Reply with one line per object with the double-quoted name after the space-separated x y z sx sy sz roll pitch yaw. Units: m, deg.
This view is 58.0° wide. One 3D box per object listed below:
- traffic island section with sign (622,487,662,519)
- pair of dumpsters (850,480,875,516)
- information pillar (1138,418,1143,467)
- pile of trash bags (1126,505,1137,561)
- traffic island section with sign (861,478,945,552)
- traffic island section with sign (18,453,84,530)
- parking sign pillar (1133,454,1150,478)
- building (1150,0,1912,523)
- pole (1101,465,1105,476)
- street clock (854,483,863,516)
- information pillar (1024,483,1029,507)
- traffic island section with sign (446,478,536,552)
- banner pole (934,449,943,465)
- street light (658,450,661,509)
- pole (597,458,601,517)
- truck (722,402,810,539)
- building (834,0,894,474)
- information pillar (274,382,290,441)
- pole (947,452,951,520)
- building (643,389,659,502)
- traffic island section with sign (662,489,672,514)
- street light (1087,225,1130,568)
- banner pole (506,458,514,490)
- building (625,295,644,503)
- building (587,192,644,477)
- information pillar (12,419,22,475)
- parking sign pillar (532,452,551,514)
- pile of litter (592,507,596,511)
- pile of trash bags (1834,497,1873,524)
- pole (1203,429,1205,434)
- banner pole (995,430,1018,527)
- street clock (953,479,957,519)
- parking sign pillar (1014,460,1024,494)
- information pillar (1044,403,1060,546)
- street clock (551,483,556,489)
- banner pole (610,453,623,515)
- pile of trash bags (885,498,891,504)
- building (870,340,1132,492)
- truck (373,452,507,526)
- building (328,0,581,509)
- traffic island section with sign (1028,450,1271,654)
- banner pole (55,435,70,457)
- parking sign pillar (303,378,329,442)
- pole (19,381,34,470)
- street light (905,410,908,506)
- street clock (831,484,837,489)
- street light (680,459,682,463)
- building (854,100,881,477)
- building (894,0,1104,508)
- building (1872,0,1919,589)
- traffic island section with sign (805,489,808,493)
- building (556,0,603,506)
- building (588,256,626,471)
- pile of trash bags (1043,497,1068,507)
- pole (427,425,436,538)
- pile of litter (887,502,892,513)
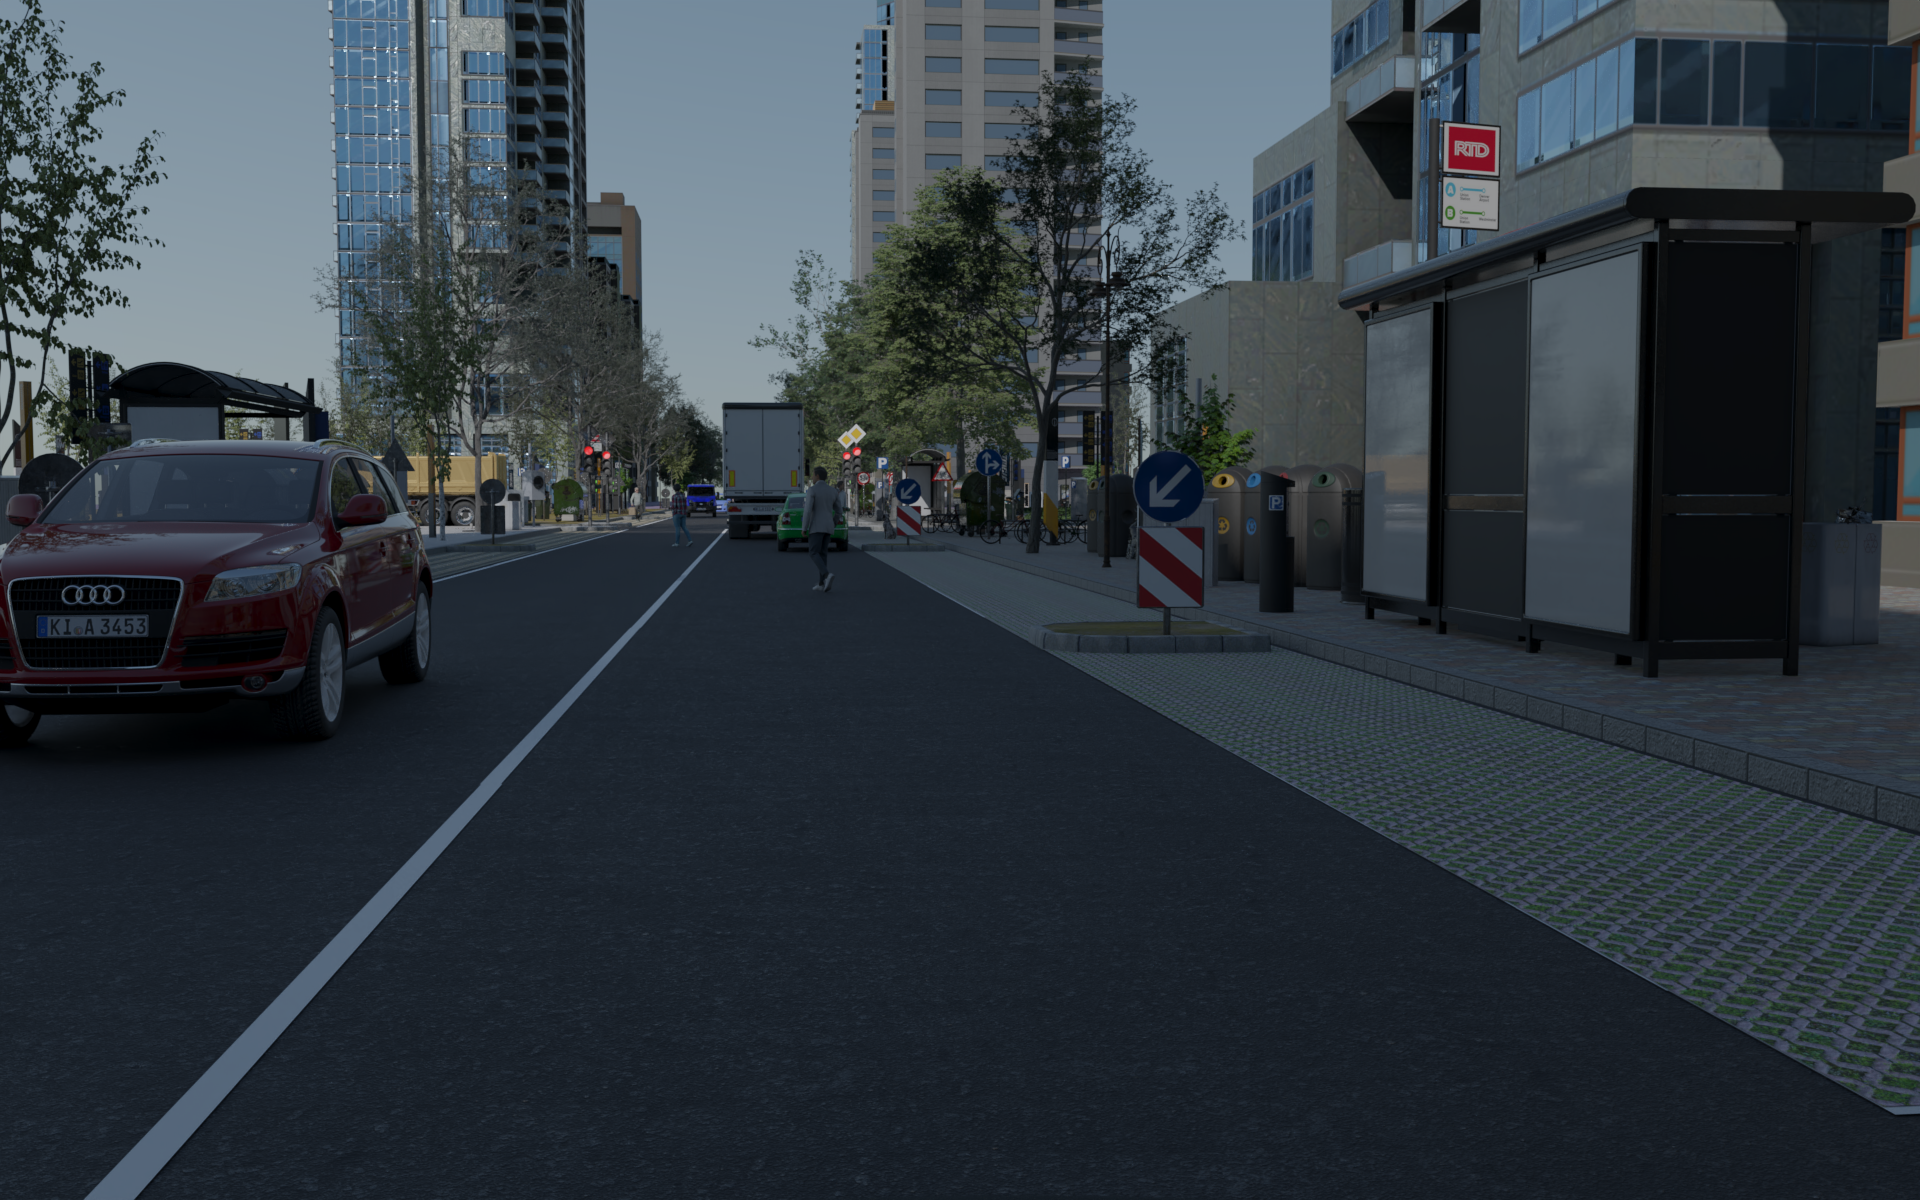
-18.084 -5.477 98.183 1.989 1.847 2.006 0 4 -7 "traffic island section with sign"
-5.783 -6.295 105.417 1.574 2.255 4.437 0 4 -7 "pair of dumpsters"
5.578 -3.811 53.661 0.183 3.616 0.504 1 4 14 "information pillar"
4.945 -1.470 33.784 3.447 1.369 1.912 1 4 8 "pile of trash bags"
-1.474 -2.147 43.735 1.989 1.847 2.006 0 4 -7 "traffic island section with sign"
-8.541 -0.451 16.000 1.989 1.847 2.006 0 4 -7 "traffic island section with sign"
13.167 -8.359 125.134 1.447 3.967 1.447 1 4 19 "parking sign pillar"
19.756 -44.869 46.286 22.319 86.520 31.000 0 4 -7 "building"
4.196 -3.457 50.367 0.158 3.312 0.155 0 3 0 "pole"
-5.845 -5.815 99.647 0.471 2.002 0.358 0 4 -2 "street clock"
4.507 -6.866 116.758 0.304 2.012 0.304 1 4 8 "information pillar"
-11.719 -2.129 43.431 1.989 1.847 2.006 0 4 -7 "traffic island section with sign"
-1.043 -6.576 97.527 0.401 3.779 0.863 -1 4 -13 "banner pole"
-26.518 -11.028 153.094 0.468 5.910 1.993 0 4 -7 "street light"
-20.418 -6.372 98.018 0.158 3.312 0.155 0 3 0 "pole"
-6.499 -4.257 58.520 2.839 4.237 11.283 0 4 -5 "truck"
-9.883 -60.128 295.769 22.319 86.520 31.000 0 4 -7 "building"
-14.272 -2.762 36.521 0.504 3.616 0.183 3 5 39 "information pillar"
-0.539 -5.522 84.131 0.158 3.312 0.155 0 3 0 "pole"
-63.977 -26.717 281.860 27.650 21.520 28.899 0 4 -7 "building"
-21.212 -7.131 125.216 1.989 1.847 2.006 0 4 -7 "traffic island section with sign"
2.567 -3.506 30.111 0.468 5.910 1.993 0 4 -7 "street light"
-31.408 -7.993 120.703 0.401 3.779 0.863 3 4 36 "banner pole"
-52.767 -29.043 246.556 14.160 30.474 14.107 0 4 -7 "building"
-55.100 -37.306 260.055 14.600 45.320 14.200 0 4 -7 "building"
-29.501 -3.857 54.409 0.183 3.616 0.504 1 4 22 "information pillar"
-26.761 -7.441 110.140 1.447 3.967 1.447 0 4 8 "parking sign pillar"
-28.021 -7.405 135.042 1.719 0.858 1.176 0 4 -7 "pile of litter"
16.093 -1.225 29.776 1.912 1.369 3.447 3 5 41 "pile of trash bags"
7.012 -3.398 49.401 0.158 3.312 0.155 0 3 0 "pole"
1.865 -4.728 67.316 0.863 3.779 0.401 -2 4 -27 "banner pole"
-0.142 -4.958 85.636 0.358 2.002 0.471 -3 4 -36 "street clock"
4.557 -8.928 134.450 1.447 3.967 1.447 -1 4 -19 "parking sign pillar"
2.271 -3.162 43.052 0.183 3.616 0.504 3 5 42 "information pillar"
-26.115 -6.557 111.784 0.358 2.002 0.471 3 5 42 "street clock"
-22.610 -7.575 113.862 0.863 3.779 0.401 -2 4 -26 "banner pole"
-6.352 -8.112 142.387 3.447 1.369 1.912 0 4 -4 "pile of trash bags"
3.953 -22.185 207.757 27.650 21.520 28.899 0 4 -7 "building"
-23.906 -4.626 71.562 9.791 3.379 3.469 0 4 -5 "truck"
-46.981 -51.966 162.314 22.319 86.520 31.000 0 4 -7 "building"
1.699 -0.476 16.417 1.989 1.847 2.006 0 4 -7 "traffic island section with sign"
-33.534 -4.577 64.859 0.401 3.779 0.863 1 4 15 "banner pole"
-15.226 -3.209 40.938 1.447 3.967 1.447 -2 4 -26 "parking sign pillar"
-16.868 -2.294 31.354 0.158 3.312 0.155 0 3 0 "pole"
-2.140 -5.899 69.228 0.468 5.910 1.993 0 4 -7 "street light"
-9.346 -7.577 128.458 0.471 2.002 0.358 3 5 44 "street clock"
-31.065 -13.456 192.788 0.468 5.910 1.993 0 4 -7 "street light"
-5.591 -44.325 266.713 21.231 58.520 28.212 0 4 -7 "building"
3.794 -38.894 177.917 21.231 58.520 28.212 0 4 -7 "building"
28.284 -10.158 11.124 27.650 21.520 28.899 0 4 -7 "building"
-11.105 -7.220 126.668 1.989 1.847 2.006 0 4 -7 "traffic island section with sign"
-49.290 -45.912 188.906 20.563 71.187 20.611 0 4 -7 "building"
-48.260 -26.667 207.711 14.160 30.474 14.107 0 4 -7 "building"
7.055 -7.090 125.674 1.912 1.369 3.447 -1 4 -20 "pile of trash bags"
-15.517 -3.488 50.865 0.158 3.312 0.155 0 3 0 "pole"
-4.495 -6.234 115.891 1.176 0.858 1.719 0 4 1 "pile of litter"
